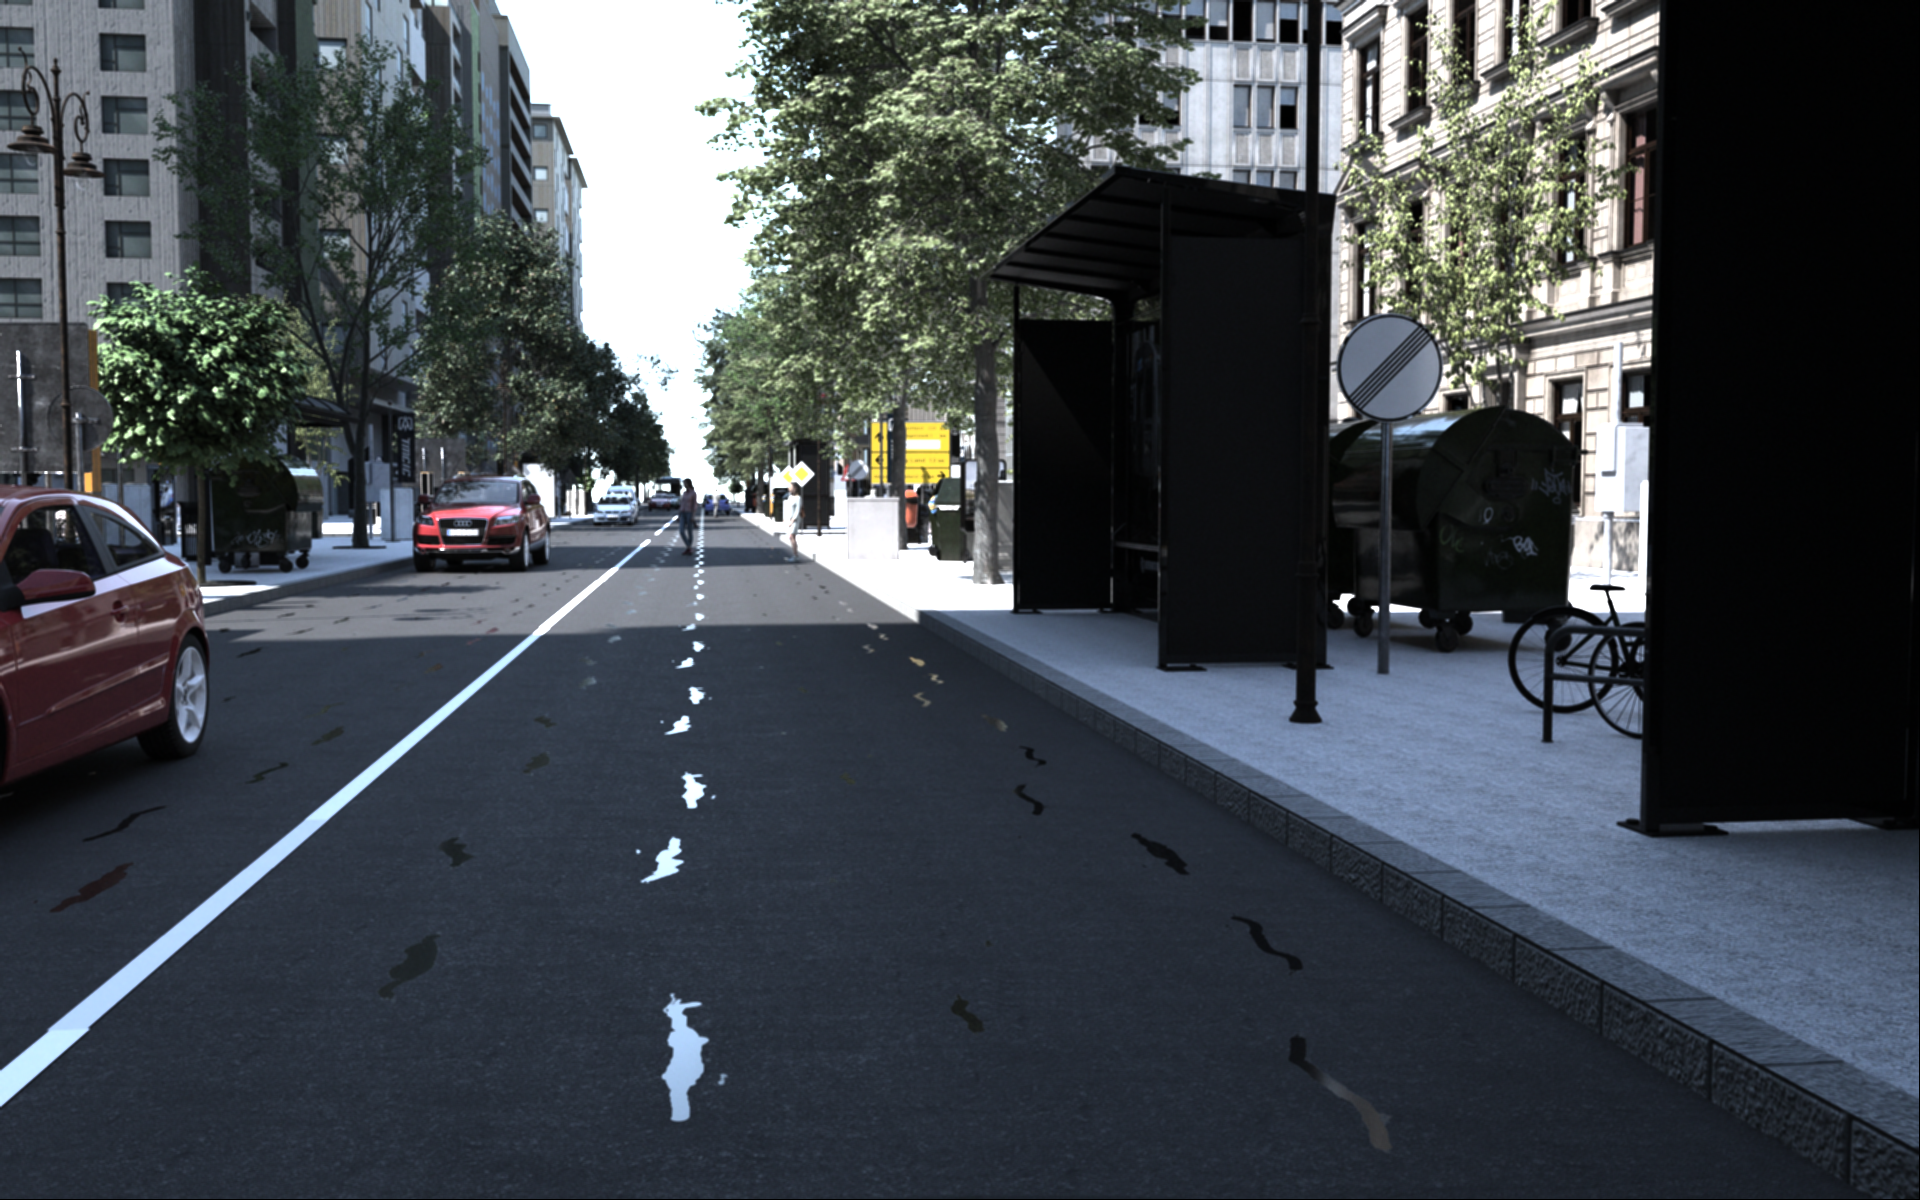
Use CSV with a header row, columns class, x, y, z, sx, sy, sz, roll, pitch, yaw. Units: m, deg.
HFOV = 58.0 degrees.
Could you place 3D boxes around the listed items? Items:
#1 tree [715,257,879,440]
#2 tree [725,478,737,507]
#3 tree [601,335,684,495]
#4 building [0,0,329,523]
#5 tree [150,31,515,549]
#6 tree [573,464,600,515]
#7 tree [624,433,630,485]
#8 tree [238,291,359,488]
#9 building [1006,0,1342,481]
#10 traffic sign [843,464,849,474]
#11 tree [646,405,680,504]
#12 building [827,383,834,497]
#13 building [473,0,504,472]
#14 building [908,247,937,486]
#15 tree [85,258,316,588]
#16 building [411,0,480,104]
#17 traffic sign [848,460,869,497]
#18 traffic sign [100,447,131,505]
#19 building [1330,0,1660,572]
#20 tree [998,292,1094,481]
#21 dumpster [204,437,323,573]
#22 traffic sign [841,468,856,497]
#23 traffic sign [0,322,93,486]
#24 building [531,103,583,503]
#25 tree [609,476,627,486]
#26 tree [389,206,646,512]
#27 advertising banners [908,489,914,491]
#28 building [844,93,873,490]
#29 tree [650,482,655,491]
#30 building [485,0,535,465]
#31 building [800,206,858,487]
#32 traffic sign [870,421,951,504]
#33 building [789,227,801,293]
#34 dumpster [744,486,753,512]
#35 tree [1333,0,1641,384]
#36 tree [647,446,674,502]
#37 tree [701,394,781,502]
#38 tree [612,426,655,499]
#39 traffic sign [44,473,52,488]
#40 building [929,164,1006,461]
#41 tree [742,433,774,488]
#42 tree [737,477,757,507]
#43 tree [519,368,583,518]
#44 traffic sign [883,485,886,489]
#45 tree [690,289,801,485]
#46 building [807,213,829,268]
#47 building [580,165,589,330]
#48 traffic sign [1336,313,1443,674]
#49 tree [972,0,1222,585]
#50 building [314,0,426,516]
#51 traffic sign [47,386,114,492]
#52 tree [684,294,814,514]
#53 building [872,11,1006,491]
class,x,y,z,sx,sy,sz,roll,pitch,yaw
tree,-6.967,-9.175,75.759,9.928,11.665,9.643,0,3,0
tree,-23.021,-11.236,178.317,1.663,3.219,1.824,0,3,0
tree,-39.695,-21.445,206.514,12.611,20.169,13.585,0,3,0
building,-37.393,-18.706,77.544,14.160,30.474,14.107,-1,4,-8
tree,-14.230,-7.010,40.371,9.928,11.665,9.643,0,3,0
tree,-23.317,-6.908,107.547,1.663,3.219,1.824,0,3,0
tree,-35.905,-16.810,192.969,7.486,12.596,7.792,0,3,0
tree,-24.907,-6.817,61.823,4.737,8.622,4.395,0,3,0
building,12.936,-15.981,79.309,19.932,24.808,12.078,-1,4,-8
traffic sign,-4.386,-4.327,70.847,0.768,2.556,0.104,0,4,-1
tree,-26.148,-12.517,121.657,9.611,12.733,9.660,0,3,0
building,-12.923,-28.542,238.363,14.160,30.474,14.107,-1,4,-8
building,-47.840,-30.645,151.160,14.600,45.320,14.200,-1,4,-8
building,2.401,-17.786,126.960,11.583,22.565,21.152,-1,4,-8
tree,-10.680,-2.477,24.205,4.285,4.588,4.351,0,3,0
building,-45.832,-27.738,137.105,14.154,41.232,14.086,-1,4,-8
traffic sign,-3.767,-3.920,64.203,0.768,2.556,0.104,0,4,1
traffic sign,-12.802,-1.609,26.415,0.768,2.556,0.104,0,4,1
building,15.015,-10.329,33.511,10.561,19.102,19.286,-1,4,-8
tree,2.812,-6.173,51.299,4.737,8.622,4.395,0,3,0
dumpster,-11.599,-1.613,28.873,1.502,2.255,1.985,-1,4,-8
traffic sign,-4.333,-4.243,69.382,0.884,2.594,0.081,0,4,-4
traffic sign,-11.459,-1.634,20.593,2.265,3.308,0.079,0,4,1
building,-67.648,-39.548,235.843,28.713,52.752,27.495,-1,4,-8
tree,-31.018,-9.935,157.044,1.663,3.219,1.824,0,3,0
tree,-18.004,-9.310,69.219,9.611,12.733,9.660,0,3,0
advertising banners,-1.445,-3.264,49.553,0.090,3.025,2.074,-1,4,-8
building,-0.103,-31.703,172.965,22.147,44.769,28.867,-1,4,-8
tree,-49.931,-20.473,285.101,4.360,8.622,3.978,0,3,0
building,-53.372,-33.309,168.306,21.300,48.544,21.600,-1,4,-8
building,-17.070,-37.656,265.791,14.600,45.320,14.200,-1,4,-8
traffic sign,-1.374,-3.318,48.119,2.265,3.308,0.079,0,4,0
building,-16.733,-40.418,284.530,21.300,48.544,21.600,-1,4,-8
dumpster,-14.699,-7.167,122.931,1.264,1.857,1.865,-1,4,-8
tree,7.743,-4.603,25.617,4.737,8.622,4.395,0,3,0
tree,-42.801,-18.598,238.483,7.601,10.594,8.767,0,4,3
tree,-15.255,-11.883,128.697,8.767,10.594,7.601,0,4,-2
tree,-29.742,-12.389,152.917,4.737,8.622,4.395,0,3,0
traffic sign,-11.447,-1.324,21.754,0.768,2.556,0.104,0,4,-4
building,5.979,-16.069,104.526,13.314,21.916,24.055,-1,4,-8
tree,-16.329,-11.647,140.796,4.737,8.622,4.395,0,3,0
tree,-19.875,-10.438,165.267,1.663,3.219,1.824,0,3,0
tree,-21.916,-8.801,94.256,4.737,8.622,4.395,0,3,0
traffic sign,-2.768,-3.883,63.598,0.768,2.556,0.104,0,4,-6
tree,-17.130,-18.225,153.875,12.611,20.169,13.585,0,3,0
building,-15.314,-34.759,251.905,14.154,41.232,14.086,-1,4,-8
building,-71.429,-41.210,263.026,28.713,52.752,27.495,-1,4,-8
traffic sign,3.028,-0.746,12.307,0.768,2.556,0.104,0,4,-4
tree,-0.035,-6.484,24.139,7.486,12.596,7.792,0,3,0
building,-49.473,-31.866,110.247,28.713,52.752,27.495,-1,4,-8
traffic sign,-10.375,-1.244,20.448,0.768,2.556,0.104,0,4,-2
tree,-12.679,-12.478,110.670,9.857,13.997,8.962,0,3,0
building,-0.833,-28.591,151.054,14.154,41.232,14.086,-1,4,-8
